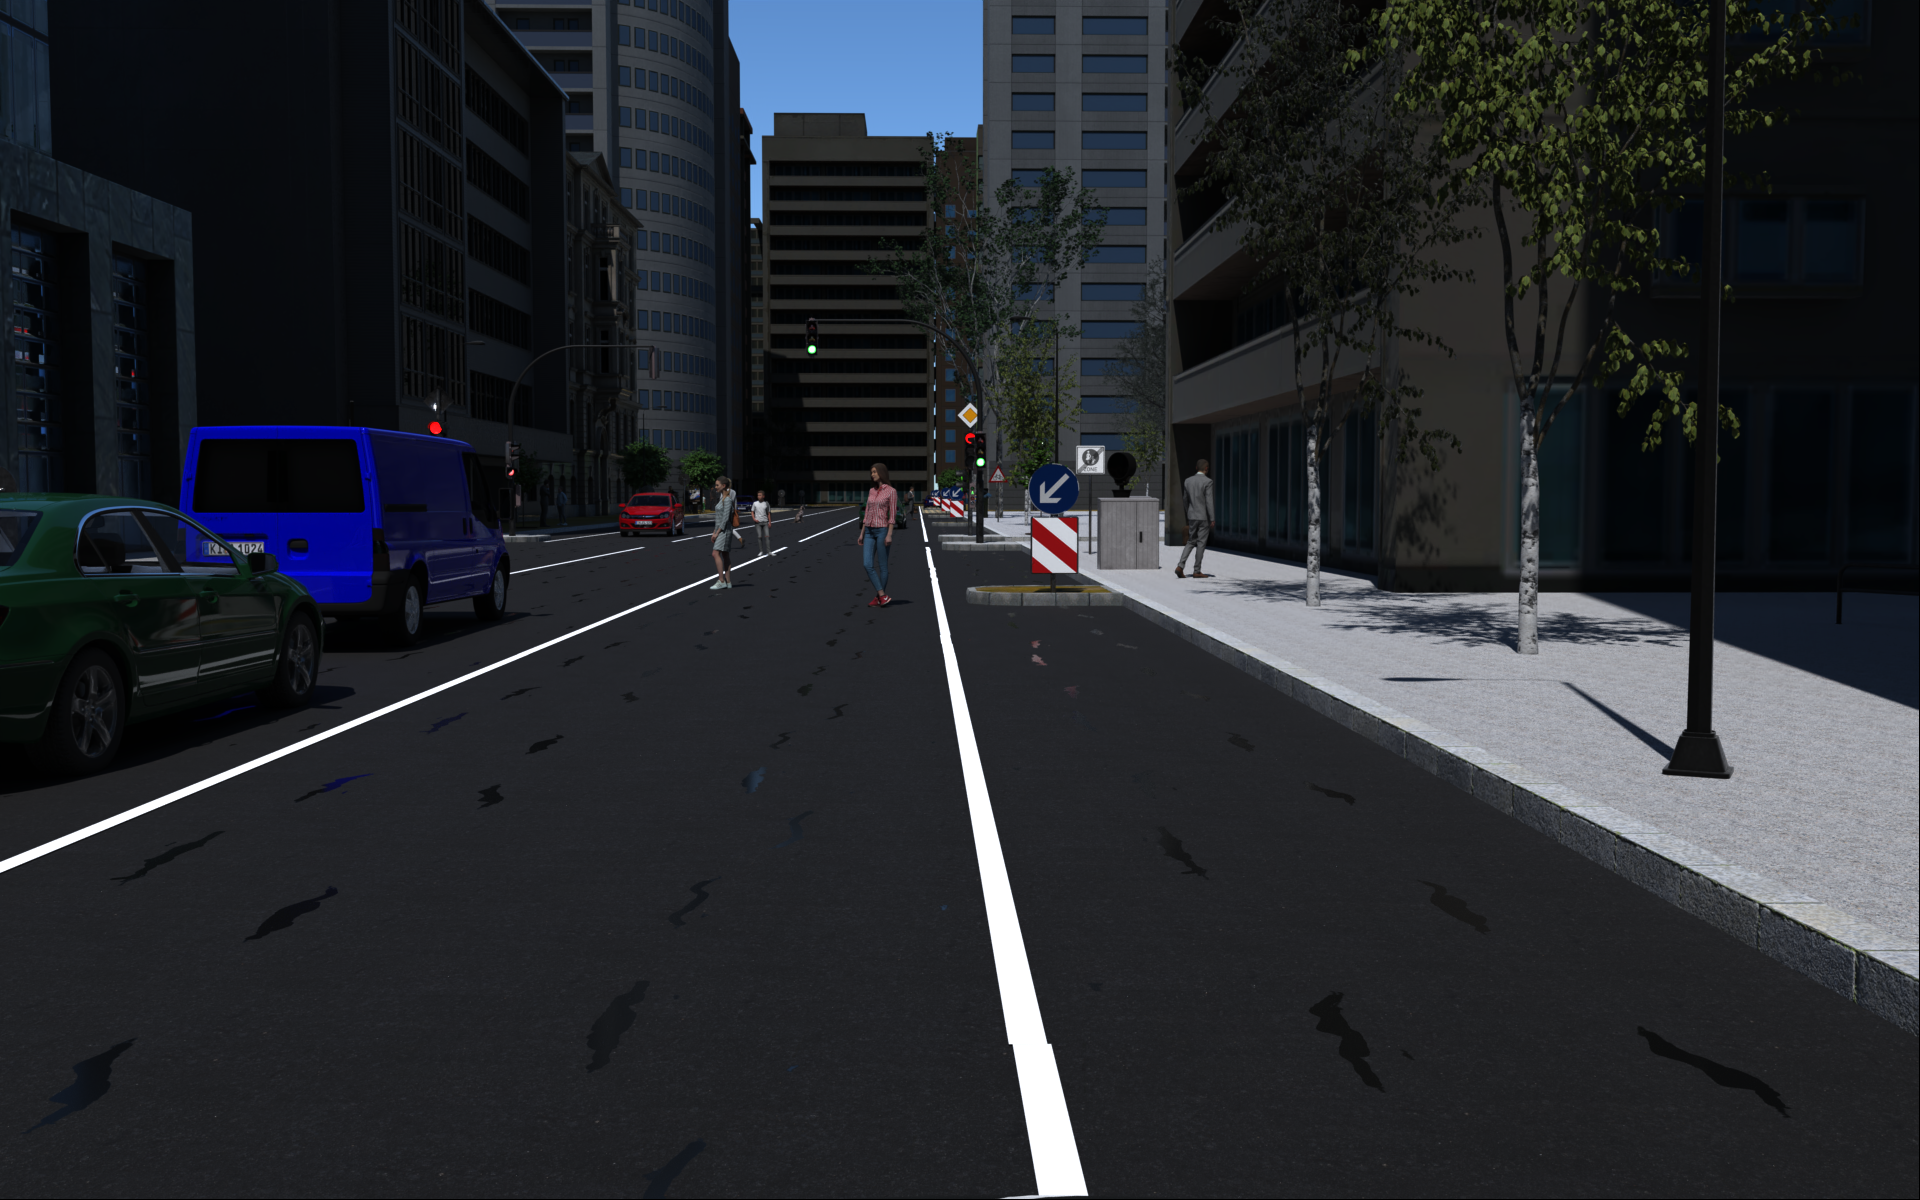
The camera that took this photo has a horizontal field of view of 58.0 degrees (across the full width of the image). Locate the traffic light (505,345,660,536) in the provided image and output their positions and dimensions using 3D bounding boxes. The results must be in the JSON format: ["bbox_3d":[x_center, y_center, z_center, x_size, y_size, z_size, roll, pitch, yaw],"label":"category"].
[{"bbox_3d":[-11.574,-4.785,52.908,4.771,5.953,1.251,0,4,-1],"label":"traffic light"}]

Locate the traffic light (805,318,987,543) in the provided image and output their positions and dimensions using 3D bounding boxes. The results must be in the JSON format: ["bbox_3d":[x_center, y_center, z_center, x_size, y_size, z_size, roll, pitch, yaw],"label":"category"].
[{"bbox_3d":[-1.596,-4.302,45.008,4.771,5.953,1.251,0,4,-1],"label":"traffic light"}]

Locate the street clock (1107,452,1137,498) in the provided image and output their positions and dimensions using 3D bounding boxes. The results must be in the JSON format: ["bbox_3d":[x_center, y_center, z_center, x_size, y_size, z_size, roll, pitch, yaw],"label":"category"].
[{"bbox_3d":[2.807,-1.560,30.078,0.471,2.002,0.358,3,5,40],"label":"street clock"}]

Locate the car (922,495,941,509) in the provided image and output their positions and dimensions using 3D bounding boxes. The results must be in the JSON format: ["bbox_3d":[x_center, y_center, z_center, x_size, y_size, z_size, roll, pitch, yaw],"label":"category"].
[{"bbox_3d":[-2.469,-8.904,158.165,1.945,1.354,3.894,0,4,-2],"label":"car"}]

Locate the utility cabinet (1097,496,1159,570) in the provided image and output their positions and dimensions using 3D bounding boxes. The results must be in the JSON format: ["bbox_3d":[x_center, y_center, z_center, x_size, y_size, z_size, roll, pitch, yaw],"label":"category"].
[{"bbox_3d":[2.869,-1.123,29.531,1.020,1.237,0.306,0,4,-7],"label":"utility cabinet"}]

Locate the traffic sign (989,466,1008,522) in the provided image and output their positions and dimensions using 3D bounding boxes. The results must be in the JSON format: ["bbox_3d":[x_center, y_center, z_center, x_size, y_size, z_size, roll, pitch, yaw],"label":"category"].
[{"bbox_3d":[1.736,-4.810,78.639,0.884,2.594,0.081,0,4,6],"label":"traffic sign"}]

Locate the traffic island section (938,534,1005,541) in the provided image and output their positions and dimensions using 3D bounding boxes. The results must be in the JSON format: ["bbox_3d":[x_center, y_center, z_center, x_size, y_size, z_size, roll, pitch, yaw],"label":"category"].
[{"bbox_3d":[0.334,-1.897,53.299,2.009,0.180,2.903,0,4,-1],"label":"traffic island section"}]

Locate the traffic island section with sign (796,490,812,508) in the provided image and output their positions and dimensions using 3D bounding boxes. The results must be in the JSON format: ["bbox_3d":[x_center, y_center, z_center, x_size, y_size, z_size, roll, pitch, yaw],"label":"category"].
[{"bbox_3d":[-16.594,-10.612,182.128,1.989,1.847,2.006,0,4,-1],"label":"traffic island section with sign"}]

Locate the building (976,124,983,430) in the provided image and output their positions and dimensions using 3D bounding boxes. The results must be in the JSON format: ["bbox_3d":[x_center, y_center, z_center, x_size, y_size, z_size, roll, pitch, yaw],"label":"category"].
[{"bbox_3d":[8.798,-31.270,194.866,14.154,41.232,14.086,0,4,-1],"label":"building"}]

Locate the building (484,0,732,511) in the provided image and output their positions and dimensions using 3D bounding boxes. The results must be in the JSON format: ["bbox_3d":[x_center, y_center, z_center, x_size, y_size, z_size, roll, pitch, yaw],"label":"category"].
[{"bbox_3d":[-30.773,-36.638,141.035,21.231,58.520,28.212,0,4,-1],"label":"building"}]

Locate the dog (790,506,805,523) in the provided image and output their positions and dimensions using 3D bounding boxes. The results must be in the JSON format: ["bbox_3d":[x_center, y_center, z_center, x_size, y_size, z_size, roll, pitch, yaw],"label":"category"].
[{"bbox_3d":[-8.207,-4.300,87.142,0.800,0.831,0.513,0,4,-4],"label":"dog"}]

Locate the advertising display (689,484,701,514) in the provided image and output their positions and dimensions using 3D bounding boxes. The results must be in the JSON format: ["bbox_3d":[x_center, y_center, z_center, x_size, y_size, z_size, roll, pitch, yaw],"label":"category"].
[{"bbox_3d":[-16.916,-6.450,110.665,0.974,1.923,0.123,3,4,35],"label":"advertising display"}]

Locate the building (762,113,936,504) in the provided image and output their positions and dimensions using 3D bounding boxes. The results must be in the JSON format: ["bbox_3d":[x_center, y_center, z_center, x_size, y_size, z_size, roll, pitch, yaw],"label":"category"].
[{"bbox_3d":[-13.968,-36.697,223.704,21.600,48.544,21.300,0,4,-1],"label":"building"}]

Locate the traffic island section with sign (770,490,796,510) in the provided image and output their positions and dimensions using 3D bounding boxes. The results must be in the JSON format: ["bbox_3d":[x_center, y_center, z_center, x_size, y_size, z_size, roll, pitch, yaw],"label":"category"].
[{"bbox_3d":[-15.916,-8.943,154.853,1.989,1.847,2.006,0,4,-1],"label":"traffic island section with sign"}]

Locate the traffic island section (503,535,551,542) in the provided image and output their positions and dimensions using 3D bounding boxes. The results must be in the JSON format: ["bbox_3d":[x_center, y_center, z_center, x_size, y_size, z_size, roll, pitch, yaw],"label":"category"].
[{"bbox_3d":[-13.703,-1.876,52.955,2.009,0.180,2.903,0,4,-1],"label":"traffic island section"}]

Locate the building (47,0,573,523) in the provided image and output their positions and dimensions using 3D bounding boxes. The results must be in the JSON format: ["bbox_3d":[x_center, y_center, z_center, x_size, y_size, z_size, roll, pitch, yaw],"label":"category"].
[{"bbox_3d":[-25.423,-15.262,68.607,14.314,24.678,30.058,0,4,-1],"label":"building"}]

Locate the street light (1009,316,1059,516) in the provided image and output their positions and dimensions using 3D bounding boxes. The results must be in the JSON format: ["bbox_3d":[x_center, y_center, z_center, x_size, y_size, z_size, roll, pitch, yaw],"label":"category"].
[{"bbox_3d":[1.987,-4.445,45.225,1.470,5.913,1.316,0,4,-1],"label":"street light"}]

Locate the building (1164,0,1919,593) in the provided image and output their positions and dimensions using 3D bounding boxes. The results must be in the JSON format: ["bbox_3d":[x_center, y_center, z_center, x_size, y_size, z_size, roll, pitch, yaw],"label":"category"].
[{"bbox_3d":[16.034,-24.956,31.737,21.300,48.544,21.600,0,4,-1],"label":"building"}]

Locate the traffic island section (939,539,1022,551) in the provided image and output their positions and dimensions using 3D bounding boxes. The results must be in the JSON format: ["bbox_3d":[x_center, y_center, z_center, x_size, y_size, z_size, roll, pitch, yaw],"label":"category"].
[{"bbox_3d":[0.533,-1.409,45.316,2.009,0.180,2.903,0,4,-1],"label":"traffic island section"}]

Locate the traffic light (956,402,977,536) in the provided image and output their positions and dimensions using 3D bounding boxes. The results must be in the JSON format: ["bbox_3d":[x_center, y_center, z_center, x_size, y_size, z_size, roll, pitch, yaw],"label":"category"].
[{"bbox_3d":[0.294,-3.930,53.184,0.839,4.253,0.868,0,4,-1],"label":"traffic light"}]

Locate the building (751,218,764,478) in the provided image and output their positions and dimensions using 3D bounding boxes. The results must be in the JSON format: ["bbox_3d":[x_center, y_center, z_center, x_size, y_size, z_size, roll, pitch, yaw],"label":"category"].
[{"bbox_3d":[-36.892,-32.838,228.786,23.993,40.220,32.217,0,4,-1],"label":"building"}]

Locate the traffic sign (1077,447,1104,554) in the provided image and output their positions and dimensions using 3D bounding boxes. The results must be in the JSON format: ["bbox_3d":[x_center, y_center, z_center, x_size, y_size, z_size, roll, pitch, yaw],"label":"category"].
[{"bbox_3d":[2.764,-2.118,36.762,0.606,2.300,0.079,0,4,0],"label":"traffic sign"}]

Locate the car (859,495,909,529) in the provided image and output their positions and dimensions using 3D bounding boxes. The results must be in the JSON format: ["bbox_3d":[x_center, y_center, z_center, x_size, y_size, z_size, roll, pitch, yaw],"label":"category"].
[{"bbox_3d":[-3.186,-3.678,71.927,2.131,1.459,4.920,0,4,0],"label":"car"}]

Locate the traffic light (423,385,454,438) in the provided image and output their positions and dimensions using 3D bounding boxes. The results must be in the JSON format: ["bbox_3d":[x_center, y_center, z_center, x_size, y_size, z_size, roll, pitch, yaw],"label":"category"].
[{"bbox_3d":[-13.464,-3.420,44.839,0.839,4.253,0.868,0,4,-1],"label":"traffic light"}]

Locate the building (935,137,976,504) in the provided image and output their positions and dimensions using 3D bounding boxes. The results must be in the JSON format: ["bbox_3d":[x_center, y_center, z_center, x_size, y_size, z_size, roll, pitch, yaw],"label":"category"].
[{"bbox_3d":[4.016,-34.895,220.642,14.200,45.320,14.600,0,4,-1],"label":"building"}]

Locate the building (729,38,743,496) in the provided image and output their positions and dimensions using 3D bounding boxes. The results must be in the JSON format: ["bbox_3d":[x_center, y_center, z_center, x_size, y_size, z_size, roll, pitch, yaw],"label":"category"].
[{"bbox_3d":[-28.217,-31.372,163.050,14.600,45.320,14.200,0,4,-1],"label":"building"}]

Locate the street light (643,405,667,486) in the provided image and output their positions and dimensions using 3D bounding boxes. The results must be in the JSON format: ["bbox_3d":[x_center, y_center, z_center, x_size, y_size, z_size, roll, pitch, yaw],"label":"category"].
[{"bbox_3d":[-16.035,-7.236,90.857,1.470,5.913,1.316,0,4,-1],"label":"street light"}]

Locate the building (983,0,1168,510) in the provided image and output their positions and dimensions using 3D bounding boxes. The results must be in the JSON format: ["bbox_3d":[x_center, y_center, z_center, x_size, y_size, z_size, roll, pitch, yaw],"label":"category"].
[{"bbox_3d":[12.494,-37.331,152.356,21.231,58.520,28.212,0,4,-1],"label":"building"}]

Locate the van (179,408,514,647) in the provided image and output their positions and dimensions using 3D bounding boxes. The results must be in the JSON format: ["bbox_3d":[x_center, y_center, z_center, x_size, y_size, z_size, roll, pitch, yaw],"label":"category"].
[{"bbox_3d":[-6.103,-0.825,17.869,2.240,2.365,5.245,0,4,-1],"label":"van"}]

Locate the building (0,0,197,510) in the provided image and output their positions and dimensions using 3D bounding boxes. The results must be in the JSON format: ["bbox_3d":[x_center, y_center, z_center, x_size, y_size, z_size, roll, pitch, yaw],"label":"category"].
[{"bbox_3d":[-32.780,-43.622,25.887,31.000,86.520,22.319,0,4,-1],"label":"building"}]

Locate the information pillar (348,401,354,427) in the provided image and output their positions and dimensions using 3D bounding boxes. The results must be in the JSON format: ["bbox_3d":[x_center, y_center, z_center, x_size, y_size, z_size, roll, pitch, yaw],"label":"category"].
[{"bbox_3d":[-15.416,-3.216,43.938,0.183,3.616,0.504,-2,4,-26],"label":"information pillar"}]

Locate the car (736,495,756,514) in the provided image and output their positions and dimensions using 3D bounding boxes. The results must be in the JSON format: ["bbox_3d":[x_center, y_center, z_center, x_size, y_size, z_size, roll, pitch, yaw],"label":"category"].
[{"bbox_3d":[-15.302,-6.747,122.900,1.945,1.354,3.894,0,4,-1],"label":"car"}]

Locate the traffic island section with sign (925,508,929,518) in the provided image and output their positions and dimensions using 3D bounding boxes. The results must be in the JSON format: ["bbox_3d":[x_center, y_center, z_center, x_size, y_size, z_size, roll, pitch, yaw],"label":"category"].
[{"bbox_3d":[-0.943,-5.893,104.984,1.989,1.847,2.006,0,4,-1],"label":"traffic island section with sign"}]

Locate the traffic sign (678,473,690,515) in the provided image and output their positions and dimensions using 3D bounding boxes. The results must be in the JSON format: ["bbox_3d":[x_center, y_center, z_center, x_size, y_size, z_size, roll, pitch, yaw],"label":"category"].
[{"bbox_3d":[-17.050,-6.541,107.057,0.768,2.556,0.104,0,4,6],"label":"traffic sign"}]

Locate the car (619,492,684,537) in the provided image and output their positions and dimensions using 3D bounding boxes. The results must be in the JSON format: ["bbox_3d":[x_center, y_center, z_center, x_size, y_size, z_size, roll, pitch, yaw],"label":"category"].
[{"bbox_3d":[-10.554,-3.082,59.437,2.155,1.783,4.494,0,4,-2],"label":"car"}]

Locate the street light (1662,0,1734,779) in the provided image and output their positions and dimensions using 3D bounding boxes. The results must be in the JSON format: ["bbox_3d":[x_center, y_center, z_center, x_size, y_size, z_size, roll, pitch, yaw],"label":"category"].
[{"bbox_3d":[2.856,-2.156,7.785,1.470,5.913,1.316,0,4,-1],"label":"street light"}]

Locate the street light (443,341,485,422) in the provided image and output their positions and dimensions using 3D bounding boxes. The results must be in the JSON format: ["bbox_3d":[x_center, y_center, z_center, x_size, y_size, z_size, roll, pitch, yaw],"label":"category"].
[{"bbox_3d":[-15.099,-4.901,52.677,1.470,5.913,1.316,0,4,-1],"label":"street light"}]

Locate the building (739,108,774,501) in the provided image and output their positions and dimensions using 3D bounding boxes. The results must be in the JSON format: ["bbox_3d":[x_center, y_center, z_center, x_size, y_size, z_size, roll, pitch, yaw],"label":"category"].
[{"bbox_3d":[-35.782,-32.775,190.487,28.867,44.769,22.147,0,4,-1],"label":"building"}]

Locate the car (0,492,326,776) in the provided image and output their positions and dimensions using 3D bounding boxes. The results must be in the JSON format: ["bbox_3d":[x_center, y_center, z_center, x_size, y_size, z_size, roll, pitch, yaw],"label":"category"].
[{"bbox_3d":[-5.331,0.096,10.233,2.131,1.459,4.920,0,3,0],"label":"car"}]

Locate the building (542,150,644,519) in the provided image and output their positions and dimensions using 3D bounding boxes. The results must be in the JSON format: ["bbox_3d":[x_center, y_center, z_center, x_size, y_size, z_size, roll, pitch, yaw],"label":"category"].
[{"bbox_3d":[-26.723,-17.258,101.252,14.460,24.649,34.723,0,4,-1],"label":"building"}]
